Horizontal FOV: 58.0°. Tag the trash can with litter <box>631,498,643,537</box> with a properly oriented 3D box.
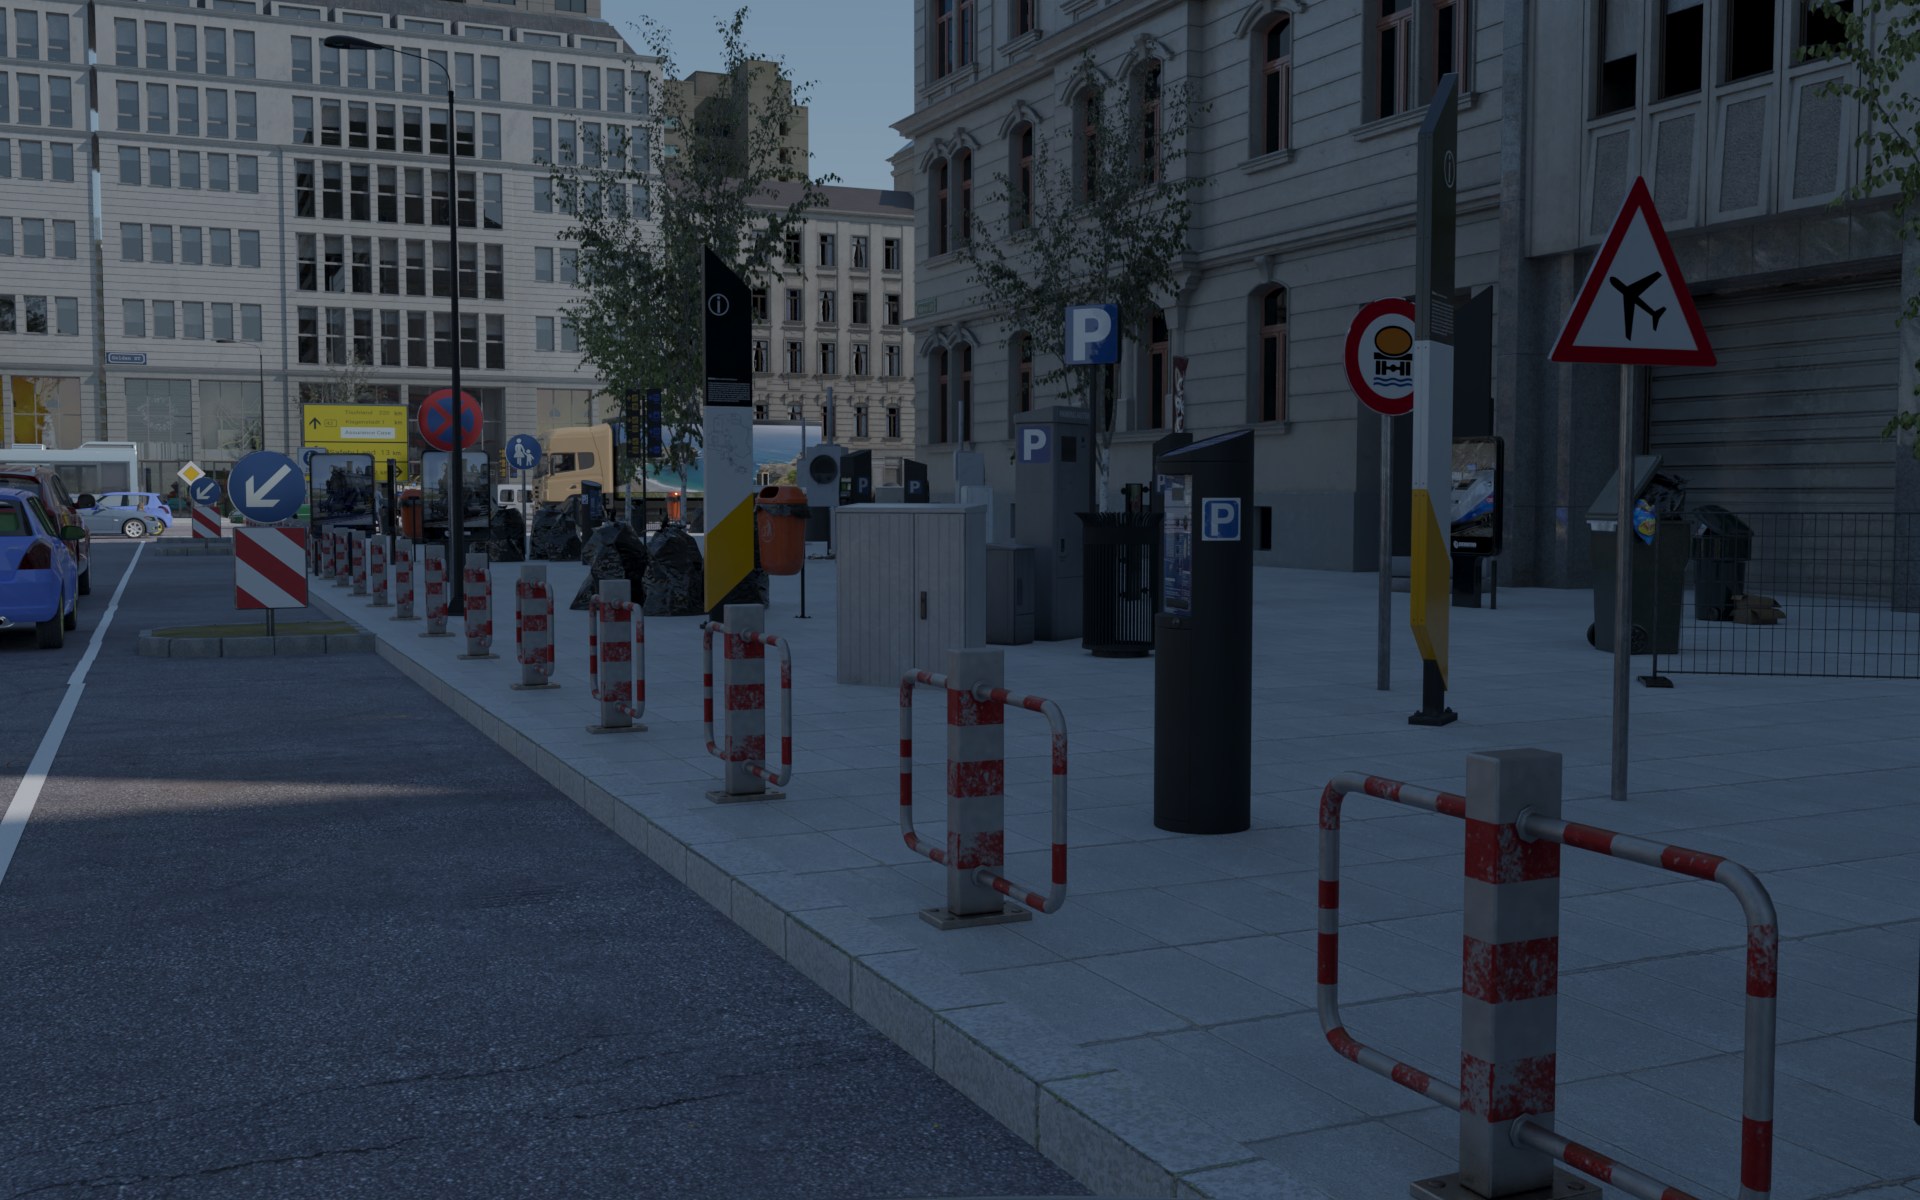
[{"bbox_3d":[-9.729,-2.461,51.623,0.624,1.170,1.055,-1,4,-23],"label":"trash can with litter"}]

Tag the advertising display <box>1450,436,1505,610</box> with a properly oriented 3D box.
[{"bbox_3d":[5.743,-0.879,19.583,0.123,1.923,0.974,-2,4,-27],"label":"advertising display"}]

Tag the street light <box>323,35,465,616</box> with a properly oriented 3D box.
[{"bbox_3d":[-5.783,-2.776,17.928,1.470,5.913,1.316,-2,4,-25],"label":"street light"}]

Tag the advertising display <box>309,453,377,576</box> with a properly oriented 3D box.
[{"bbox_3d":[-9.642,-1.337,27.076,0.974,1.923,0.123,0,4,-8],"label":"advertising display"}]

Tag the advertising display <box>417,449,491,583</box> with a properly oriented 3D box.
[{"bbox_3d":[-7.322,-1.220,25.164,0.974,1.923,0.123,-1,4,-18],"label":"advertising display"}]

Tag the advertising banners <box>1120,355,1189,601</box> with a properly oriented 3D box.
[{"bbox_3d":[2.444,-1.546,21.470,0.090,3.025,2.074,2,4,29],"label":"advertising banners"}]

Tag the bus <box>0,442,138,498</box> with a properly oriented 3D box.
[{"bbox_3d":[-35.514,-3.947,59.392,13.247,3.499,2.948,-2,4,-25],"label":"bus"}]

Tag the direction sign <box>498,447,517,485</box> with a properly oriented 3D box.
[{"bbox_3d":[-21.989,-5.645,84.287,0.876,3.537,0.379,-2,4,-28],"label":"direction sign"}]

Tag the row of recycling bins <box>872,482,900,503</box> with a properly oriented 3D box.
[{"bbox_3d":[-2.777,-3.243,60.132,3.534,1.692,1.069,0,4,7],"label":"row of recycling bins"}]

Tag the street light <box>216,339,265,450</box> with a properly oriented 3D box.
[{"bbox_3d":[-21.602,-4.874,52.234,1.470,5.913,1.316,-2,4,-25],"label":"street light"}]

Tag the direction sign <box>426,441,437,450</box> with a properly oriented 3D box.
[{"bbox_3d":[-14.381,-3.415,47.837,0.876,3.537,0.379,1,4,23],"label":"direction sign"}]

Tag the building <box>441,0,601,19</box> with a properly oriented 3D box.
[{"bbox_3d":[-46.379,-44.389,164.005,20.563,71.187,20.611,-2,4,-25],"label":"building"}]

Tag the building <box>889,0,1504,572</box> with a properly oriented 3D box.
[{"bbox_3d":[8.962,-15.256,36.833,14.401,28.519,23.554,-2,4,-25],"label":"building"}]

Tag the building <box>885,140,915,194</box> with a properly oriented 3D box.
[{"bbox_3d":[6.755,-20.362,118.816,20.117,28.700,13.634,-2,4,-25],"label":"building"}]

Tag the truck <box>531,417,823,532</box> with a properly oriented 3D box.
[{"bbox_3d":[-10.838,-4.635,64.702,11.283,4.237,2.839,-2,4,-24],"label":"truck"}]

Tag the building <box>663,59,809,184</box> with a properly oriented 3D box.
[{"bbox_3d":[-28.489,-35.035,196.516,21.600,48.544,21.300,-2,4,-25],"label":"building"}]

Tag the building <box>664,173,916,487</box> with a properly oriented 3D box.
[{"bbox_3d":[-11.004,-15.957,110.044,18.267,20.994,9.793,-2,4,-25],"label":"building"}]

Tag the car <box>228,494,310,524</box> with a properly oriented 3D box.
[{"bbox_3d":[-28.280,-3.758,73.241,4.920,1.459,2.131,-2,4,-25],"label":"car"}]

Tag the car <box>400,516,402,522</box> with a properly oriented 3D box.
[{"bbox_3d":[-22.892,-4.149,77.617,4.222,1.686,2.009,-1,4,-23],"label":"car"}]

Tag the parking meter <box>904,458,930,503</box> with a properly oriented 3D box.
[{"bbox_3d":[-0.710,-1.391,28.453,0.399,1.863,0.255,0,4,7],"label":"parking meter"}]

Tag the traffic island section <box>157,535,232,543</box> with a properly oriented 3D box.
[{"bbox_3d":[-22.898,-1.803,51.763,2.009,0.180,2.903,-2,4,-25],"label":"traffic island section"}]

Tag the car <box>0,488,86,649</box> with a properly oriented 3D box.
[{"bbox_3d":[-9.643,-0.449,16.926,1.945,1.707,3.694,-2,4,-25],"label":"car"}]

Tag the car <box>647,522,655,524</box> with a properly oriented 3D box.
[{"bbox_3d":[-13.932,-4.381,84.213,3.894,1.354,1.945,-1,4,-23],"label":"car"}]

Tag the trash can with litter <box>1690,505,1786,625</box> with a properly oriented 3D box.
[{"bbox_3d":[7.843,-0.367,17.390,0.624,1.170,1.055,-1,4,-19],"label":"trash can with litter"}]

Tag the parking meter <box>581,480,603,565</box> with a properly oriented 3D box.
[{"bbox_3d":[-6.649,-1.400,31.297,0.372,1.533,0.369,0,3,0],"label":"parking meter"}]

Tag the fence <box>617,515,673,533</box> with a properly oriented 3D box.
[{"bbox_3d":[-9.102,-2.124,50.107,0.278,0.683,2.069,3,5,43],"label":"fence"}]

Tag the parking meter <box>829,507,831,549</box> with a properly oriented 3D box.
[{"bbox_3d":[-2.894,-1.955,40.369,0.372,1.533,0.369,0,3,0],"label":"parking meter"}]

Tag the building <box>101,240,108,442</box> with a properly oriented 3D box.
[{"bbox_3d":[-112.006,-34.163,250.440,23.993,40.220,32.217,-2,4,-25],"label":"building"}]

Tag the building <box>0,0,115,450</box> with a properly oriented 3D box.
[{"bbox_3d":[-60.068,-18.970,87.648,29.804,29.767,11.434,-2,4,-25],"label":"building"}]

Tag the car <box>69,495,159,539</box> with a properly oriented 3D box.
[{"bbox_3d":[-28.245,-2.673,55.708,4.499,1.417,2.014,-2,4,-26],"label":"car"}]

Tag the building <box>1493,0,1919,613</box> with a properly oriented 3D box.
[{"bbox_3d":[16.987,-12.154,16.746,12.078,24.808,19.932,-2,4,-25],"label":"building"}]

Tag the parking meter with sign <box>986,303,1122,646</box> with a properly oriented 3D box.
[{"bbox_3d":[0.792,-1.166,15.327,0.543,3.016,1.738,2,4,32],"label":"parking meter with sign"}]

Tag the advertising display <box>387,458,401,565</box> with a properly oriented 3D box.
[{"bbox_3d":[-10.362,-1.616,31.629,0.123,1.923,0.974,-1,4,-15],"label":"advertising display"}]

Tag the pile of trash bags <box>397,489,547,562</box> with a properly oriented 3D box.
[{"bbox_3d":[-9.009,-1.440,33.301,3.447,1.369,1.912,-1,4,-14],"label":"pile of trash bags"}]

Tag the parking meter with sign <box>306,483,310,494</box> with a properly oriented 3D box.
[{"bbox_3d":[-32.625,-5.568,87.303,1.738,3.016,0.543,-2,4,-32],"label":"parking meter with sign"}]

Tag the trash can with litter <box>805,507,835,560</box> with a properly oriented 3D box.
[{"bbox_3d":[-3.191,-1.428,34.401,2.233,1.210,1.678,1,4,15],"label":"trash can with litter"}]

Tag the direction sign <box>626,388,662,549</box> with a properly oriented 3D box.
[{"bbox_3d":[-6.810,-2.774,37.351,0.876,3.537,0.379,1,4,22],"label":"direction sign"}]

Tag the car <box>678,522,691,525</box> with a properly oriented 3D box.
[{"bbox_3d":[-10.093,-3.714,69.526,1.959,1.807,4.718,-2,4,-26],"label":"car"}]

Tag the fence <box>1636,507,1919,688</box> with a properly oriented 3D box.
[{"bbox_3d":[5.702,-0.012,11.398,2.264,1.192,0.480,1,4,14],"label":"fence"}]

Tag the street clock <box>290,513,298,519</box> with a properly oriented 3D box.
[{"bbox_3d":[-17.942,-2.570,46.596,0.358,2.002,0.471,-3,5,-41],"label":"street clock"}]

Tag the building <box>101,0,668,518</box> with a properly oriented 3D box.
[{"bbox_3d":[-32.809,-19.706,99.682,29.804,29.767,11.434,-2,4,-25],"label":"building"}]

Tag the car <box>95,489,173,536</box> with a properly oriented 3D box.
[{"bbox_3d":[-29.072,-3.052,59.496,3.694,1.707,1.945,-2,4,-25],"label":"car"}]

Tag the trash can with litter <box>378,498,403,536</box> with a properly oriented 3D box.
[{"bbox_3d":[-17.330,-2.549,53.070,1.055,1.170,0.624,2,4,33],"label":"trash can with litter"}]

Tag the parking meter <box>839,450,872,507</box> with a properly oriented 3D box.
[{"bbox_3d":[-1.364,-1.036,22.650,0.255,1.863,0.399,3,5,42],"label":"parking meter"}]

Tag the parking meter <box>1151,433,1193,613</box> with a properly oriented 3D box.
[{"bbox_3d":[2.040,-0.672,16.695,0.255,1.863,0.399,-2,4,-25],"label":"parking meter"}]

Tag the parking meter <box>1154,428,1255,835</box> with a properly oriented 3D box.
[{"bbox_3d":[0.936,0.107,6.655,0.372,1.533,0.369,0,3,0],"label":"parking meter"}]

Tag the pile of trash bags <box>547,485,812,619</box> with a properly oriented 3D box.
[{"bbox_3d":[-2.739,-0.553,18.797,1.912,1.369,3.447,-3,5,-42],"label":"pile of trash bags"}]

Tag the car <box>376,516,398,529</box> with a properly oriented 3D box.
[{"bbox_3d":[-22.238,-3.210,64.842,2.083,1.381,4.827,-2,4,-26],"label":"car"}]

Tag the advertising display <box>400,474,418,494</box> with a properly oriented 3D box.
[{"bbox_3d":[-17.218,-3.005,54.349,0.974,1.923,0.123,-3,4,-38],"label":"advertising display"}]

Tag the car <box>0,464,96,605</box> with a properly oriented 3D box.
[{"bbox_3d":[-12.656,-0.862,22.768,2.281,1.827,5.304,-2,4,-24],"label":"car"}]
